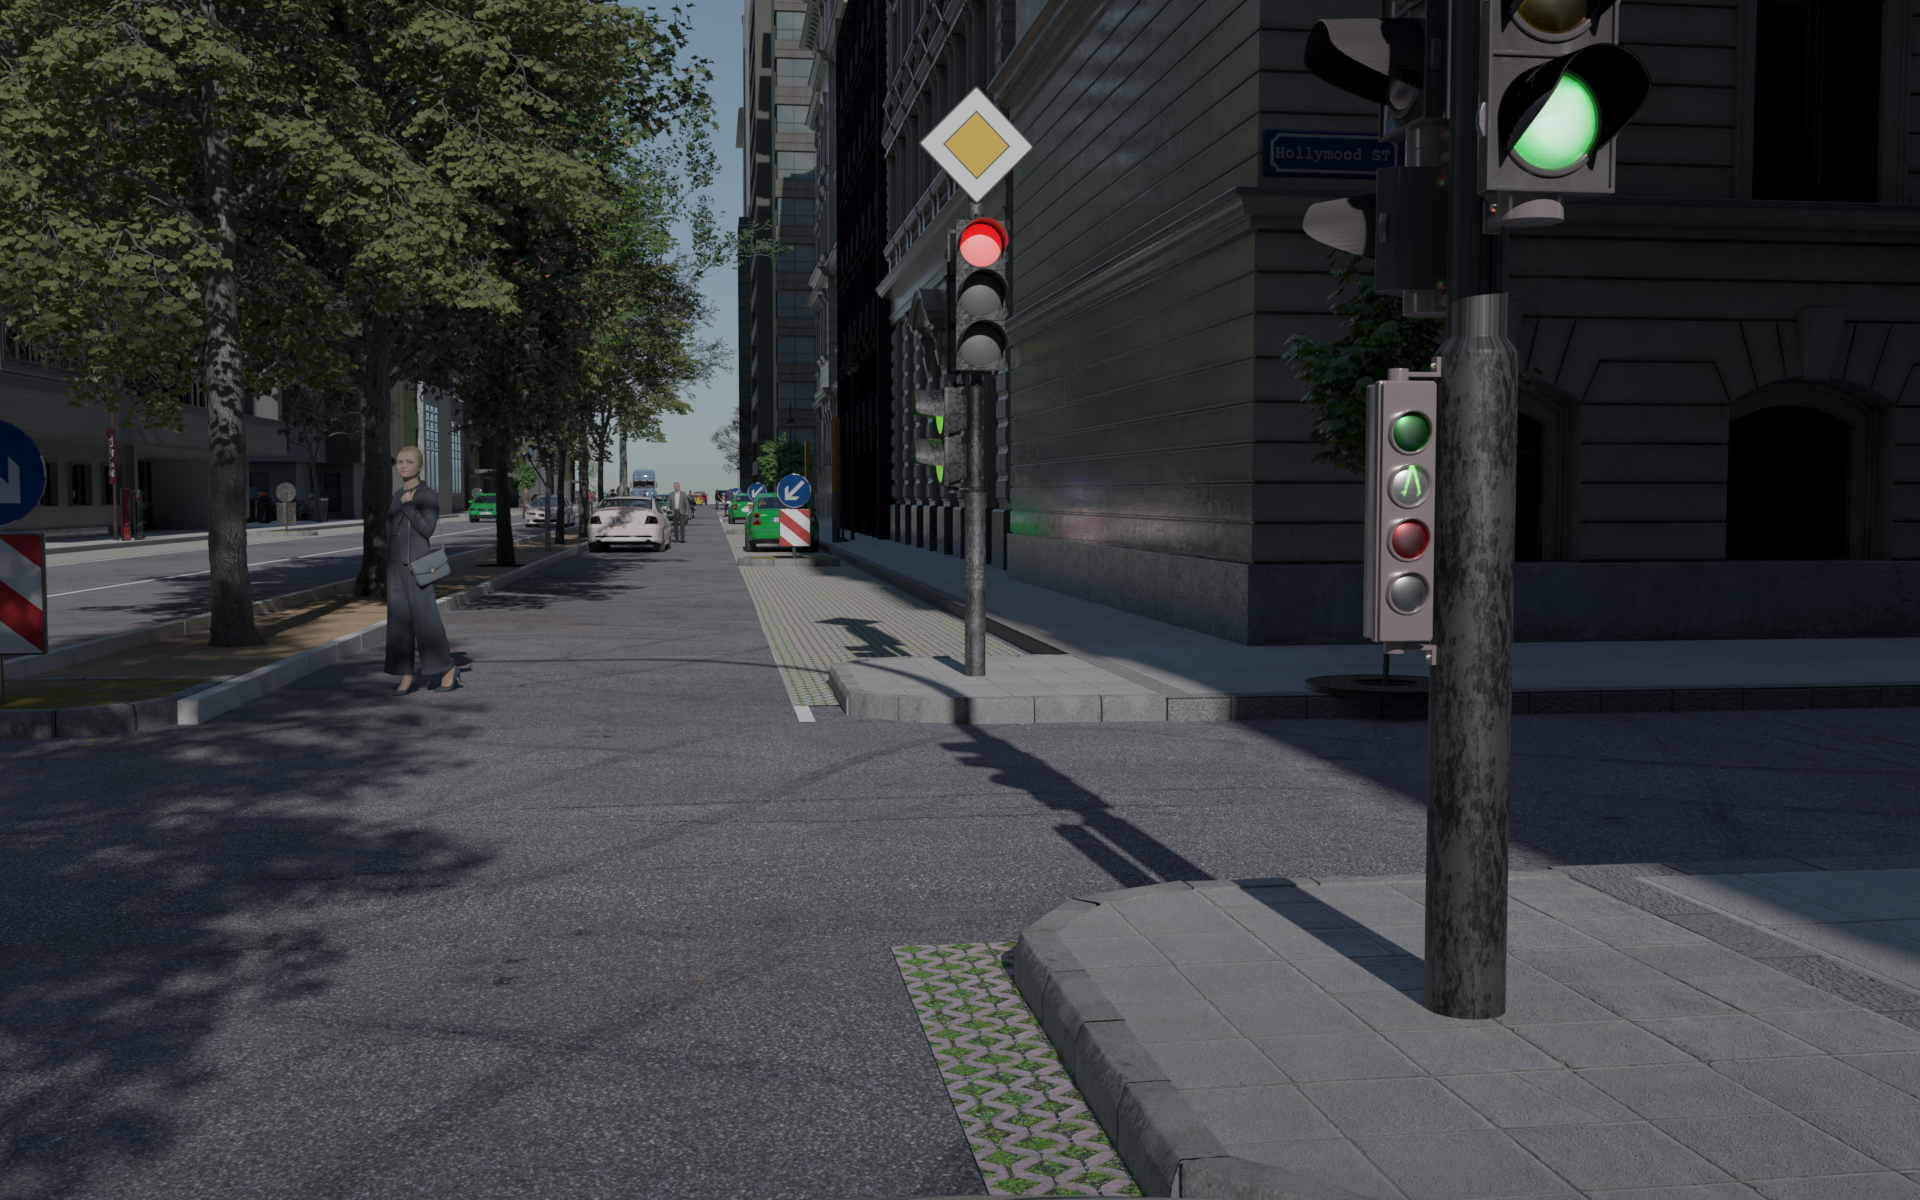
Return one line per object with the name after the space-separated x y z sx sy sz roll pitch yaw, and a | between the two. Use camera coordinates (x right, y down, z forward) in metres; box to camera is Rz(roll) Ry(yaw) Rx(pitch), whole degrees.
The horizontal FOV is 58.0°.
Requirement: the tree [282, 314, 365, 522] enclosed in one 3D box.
-29.216 -8.792 78.160 7.601 10.594 8.767 2 4 35 | tree

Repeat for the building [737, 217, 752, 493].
-16.371 -25.156 182.998 14.160 30.474 14.107 -1 4 -8 | building

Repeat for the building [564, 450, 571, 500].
-52.956 -26.233 200.614 14.160 30.474 14.107 -1 4 -8 | building

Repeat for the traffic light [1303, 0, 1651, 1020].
-0.828 -1.781 3.788 4.771 5.953 1.251 -1 4 -8 | traffic light

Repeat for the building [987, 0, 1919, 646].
18.447 -12.372 21.362 34.723 24.649 14.460 -1 4 -8 | building

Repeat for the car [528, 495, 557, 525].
-19.593 -4.332 82.827 2.014 1.417 4.499 -1 4 -10 | car

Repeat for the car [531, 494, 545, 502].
-35.414 -8.343 146.195 2.009 1.686 4.222 -1 4 -8 | car

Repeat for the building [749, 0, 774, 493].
-7.450 -32.320 152.135 21.300 48.544 21.600 -1 4 -8 | building

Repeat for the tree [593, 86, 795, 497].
-14.246 -13.495 78.996 12.611 20.169 13.585 0 3 0 | tree

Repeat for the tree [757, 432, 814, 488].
-9.197 -6.605 91.704 4.285 4.588 4.351 0 3 0 | tree

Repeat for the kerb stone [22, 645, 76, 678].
-7.386 0.505 13.942 0.120 0.150 1.000 -1 4 -8 | kerb stone

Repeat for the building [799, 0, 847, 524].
0.441 -17.663 76.187 14.401 28.519 23.554 -1 4 -8 | building

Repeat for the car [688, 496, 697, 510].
-24.408 -8.670 154.337 1.945 1.354 3.894 0 4 -7 | car

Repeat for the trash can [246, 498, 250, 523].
-31.495 -3.967 76.518 0.748 1.137 0.748 0 3 0 | trash can

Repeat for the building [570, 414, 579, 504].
-59.828 -34.645 221.069 22.147 44.769 28.867 -1 4 -8 | building

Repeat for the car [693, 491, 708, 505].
-33.981 -13.293 226.011 2.281 1.827 5.304 -1 4 -8 | car

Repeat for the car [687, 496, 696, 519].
-16.516 -5.459 101.839 1.945 1.354 3.894 0 4 -7 | car

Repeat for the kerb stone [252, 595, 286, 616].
-8.414 0.072 21.048 0.120 0.150 1.000 -1 4 -8 | kerb stone

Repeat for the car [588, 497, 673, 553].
-8.339 -1.927 43.873 2.083 1.381 4.827 0 4 -6 | car

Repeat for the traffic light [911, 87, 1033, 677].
0.088 -1.420 12.130 0.839 4.253 0.868 -1 4 -8 | traffic light

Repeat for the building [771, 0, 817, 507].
-4.171 -25.643 102.850 14.154 41.232 14.086 -1 4 -8 | building

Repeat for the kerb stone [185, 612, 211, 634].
-7.970 0.261 18.007 0.120 0.150 1.000 -1 4 -8 | kerb stone

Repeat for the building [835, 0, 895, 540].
2.672 -13.879 56.595 12.332 23.373 15.834 -1 4 -8 | building

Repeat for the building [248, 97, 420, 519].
-36.912 -19.501 90.541 14.160 30.474 14.107 -1 4 -8 | building

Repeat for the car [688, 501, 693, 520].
-15.761 -5.112 95.583 2.014 1.417 4.499 0 4 -7 | car

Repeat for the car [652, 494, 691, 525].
-13.684 -4.232 80.985 2.131 1.459 4.920 0 4 -7 | car

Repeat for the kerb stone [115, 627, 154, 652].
-7.680 0.382 15.973 0.120 0.150 1.000 -1 4 -8 | kerb stone

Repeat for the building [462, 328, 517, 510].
-51.399 -33.699 140.215 28.713 52.752 27.495 -1 4 -8 | building

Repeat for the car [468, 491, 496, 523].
-23.993 -4.865 88.331 1.959 1.807 4.718 -1 4 -10 | car

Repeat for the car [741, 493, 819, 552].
-4.552 -2.145 43.865 1.959 1.807 4.718 0 4 -8 | car

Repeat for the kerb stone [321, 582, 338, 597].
-8.856 -0.116 24.095 0.120 0.150 1.000 -1 4 -8 | kerb stone

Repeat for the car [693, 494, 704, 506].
-31.280 -11.884 204.519 2.015 1.641 3.980 0 4 -7 | car

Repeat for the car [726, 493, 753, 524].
-10.186 -4.538 83.000 1.959 1.807 4.718 -1 4 -10 | car

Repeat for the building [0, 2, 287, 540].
-31.474 -14.275 52.457 14.314 24.678 30.058 -1 4 -8 | building

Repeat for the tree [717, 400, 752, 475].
-20.071 -14.429 170.332 8.767 10.594 7.601 -2 4 -28 | tree

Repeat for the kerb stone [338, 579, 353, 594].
-8.999 -0.178 25.113 0.120 0.150 1.000 -1 4 -8 | kerb stone

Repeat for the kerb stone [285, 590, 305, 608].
-8.557 0.008 22.068 0.120 0.150 1.000 -1 4 -8 | kerb stone

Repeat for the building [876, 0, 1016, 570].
4.146 -12.804 38.224 11.050 23.489 19.941 -1 4 -8 | building

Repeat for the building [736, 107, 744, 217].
-15.280 -39.346 232.552 28.713 52.752 27.495 -1 4 -8 | building

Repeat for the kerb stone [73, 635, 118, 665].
-7.529 0.442 14.962 0.120 0.150 1.000 -1 4 -8 | kerb stone

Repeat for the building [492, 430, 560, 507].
-53.432 -38.921 178.351 21.231 58.520 28.212 -1 4 -8 | building

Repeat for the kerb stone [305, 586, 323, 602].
-8.703 -0.050 23.080 0.120 0.150 1.000 -1 4 -8 | kerb stone

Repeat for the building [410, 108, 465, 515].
-43.969 -48.800 110.560 22.319 86.520 31.000 -1 4 -8 | building

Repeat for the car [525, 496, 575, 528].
-17.916 -3.881 75.816 2.083 1.381 4.827 0 4 -8 | car

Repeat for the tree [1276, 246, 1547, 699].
2.924 -1.018 11.239 1.663 3.219 1.824 0 3 0 | tree

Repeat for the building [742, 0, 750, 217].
-14.787 -40.472 203.709 21.231 58.520 28.212 -1 4 -8 | building

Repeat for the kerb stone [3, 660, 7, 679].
-7.239 0.567 12.931 0.120 0.150 1.000 -1 4 -8 | kerb stone

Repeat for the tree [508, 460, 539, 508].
-40.388 -10.743 159.363 4.285 4.588 4.351 0 3 0 | tree

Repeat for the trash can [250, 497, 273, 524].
-30.255 -3.894 75.317 0.748 1.137 0.748 0 3 0 | trash can

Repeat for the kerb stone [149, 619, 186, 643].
-7.828 0.319 16.984 0.120 0.150 1.000 -1 4 -8 | kerb stone
